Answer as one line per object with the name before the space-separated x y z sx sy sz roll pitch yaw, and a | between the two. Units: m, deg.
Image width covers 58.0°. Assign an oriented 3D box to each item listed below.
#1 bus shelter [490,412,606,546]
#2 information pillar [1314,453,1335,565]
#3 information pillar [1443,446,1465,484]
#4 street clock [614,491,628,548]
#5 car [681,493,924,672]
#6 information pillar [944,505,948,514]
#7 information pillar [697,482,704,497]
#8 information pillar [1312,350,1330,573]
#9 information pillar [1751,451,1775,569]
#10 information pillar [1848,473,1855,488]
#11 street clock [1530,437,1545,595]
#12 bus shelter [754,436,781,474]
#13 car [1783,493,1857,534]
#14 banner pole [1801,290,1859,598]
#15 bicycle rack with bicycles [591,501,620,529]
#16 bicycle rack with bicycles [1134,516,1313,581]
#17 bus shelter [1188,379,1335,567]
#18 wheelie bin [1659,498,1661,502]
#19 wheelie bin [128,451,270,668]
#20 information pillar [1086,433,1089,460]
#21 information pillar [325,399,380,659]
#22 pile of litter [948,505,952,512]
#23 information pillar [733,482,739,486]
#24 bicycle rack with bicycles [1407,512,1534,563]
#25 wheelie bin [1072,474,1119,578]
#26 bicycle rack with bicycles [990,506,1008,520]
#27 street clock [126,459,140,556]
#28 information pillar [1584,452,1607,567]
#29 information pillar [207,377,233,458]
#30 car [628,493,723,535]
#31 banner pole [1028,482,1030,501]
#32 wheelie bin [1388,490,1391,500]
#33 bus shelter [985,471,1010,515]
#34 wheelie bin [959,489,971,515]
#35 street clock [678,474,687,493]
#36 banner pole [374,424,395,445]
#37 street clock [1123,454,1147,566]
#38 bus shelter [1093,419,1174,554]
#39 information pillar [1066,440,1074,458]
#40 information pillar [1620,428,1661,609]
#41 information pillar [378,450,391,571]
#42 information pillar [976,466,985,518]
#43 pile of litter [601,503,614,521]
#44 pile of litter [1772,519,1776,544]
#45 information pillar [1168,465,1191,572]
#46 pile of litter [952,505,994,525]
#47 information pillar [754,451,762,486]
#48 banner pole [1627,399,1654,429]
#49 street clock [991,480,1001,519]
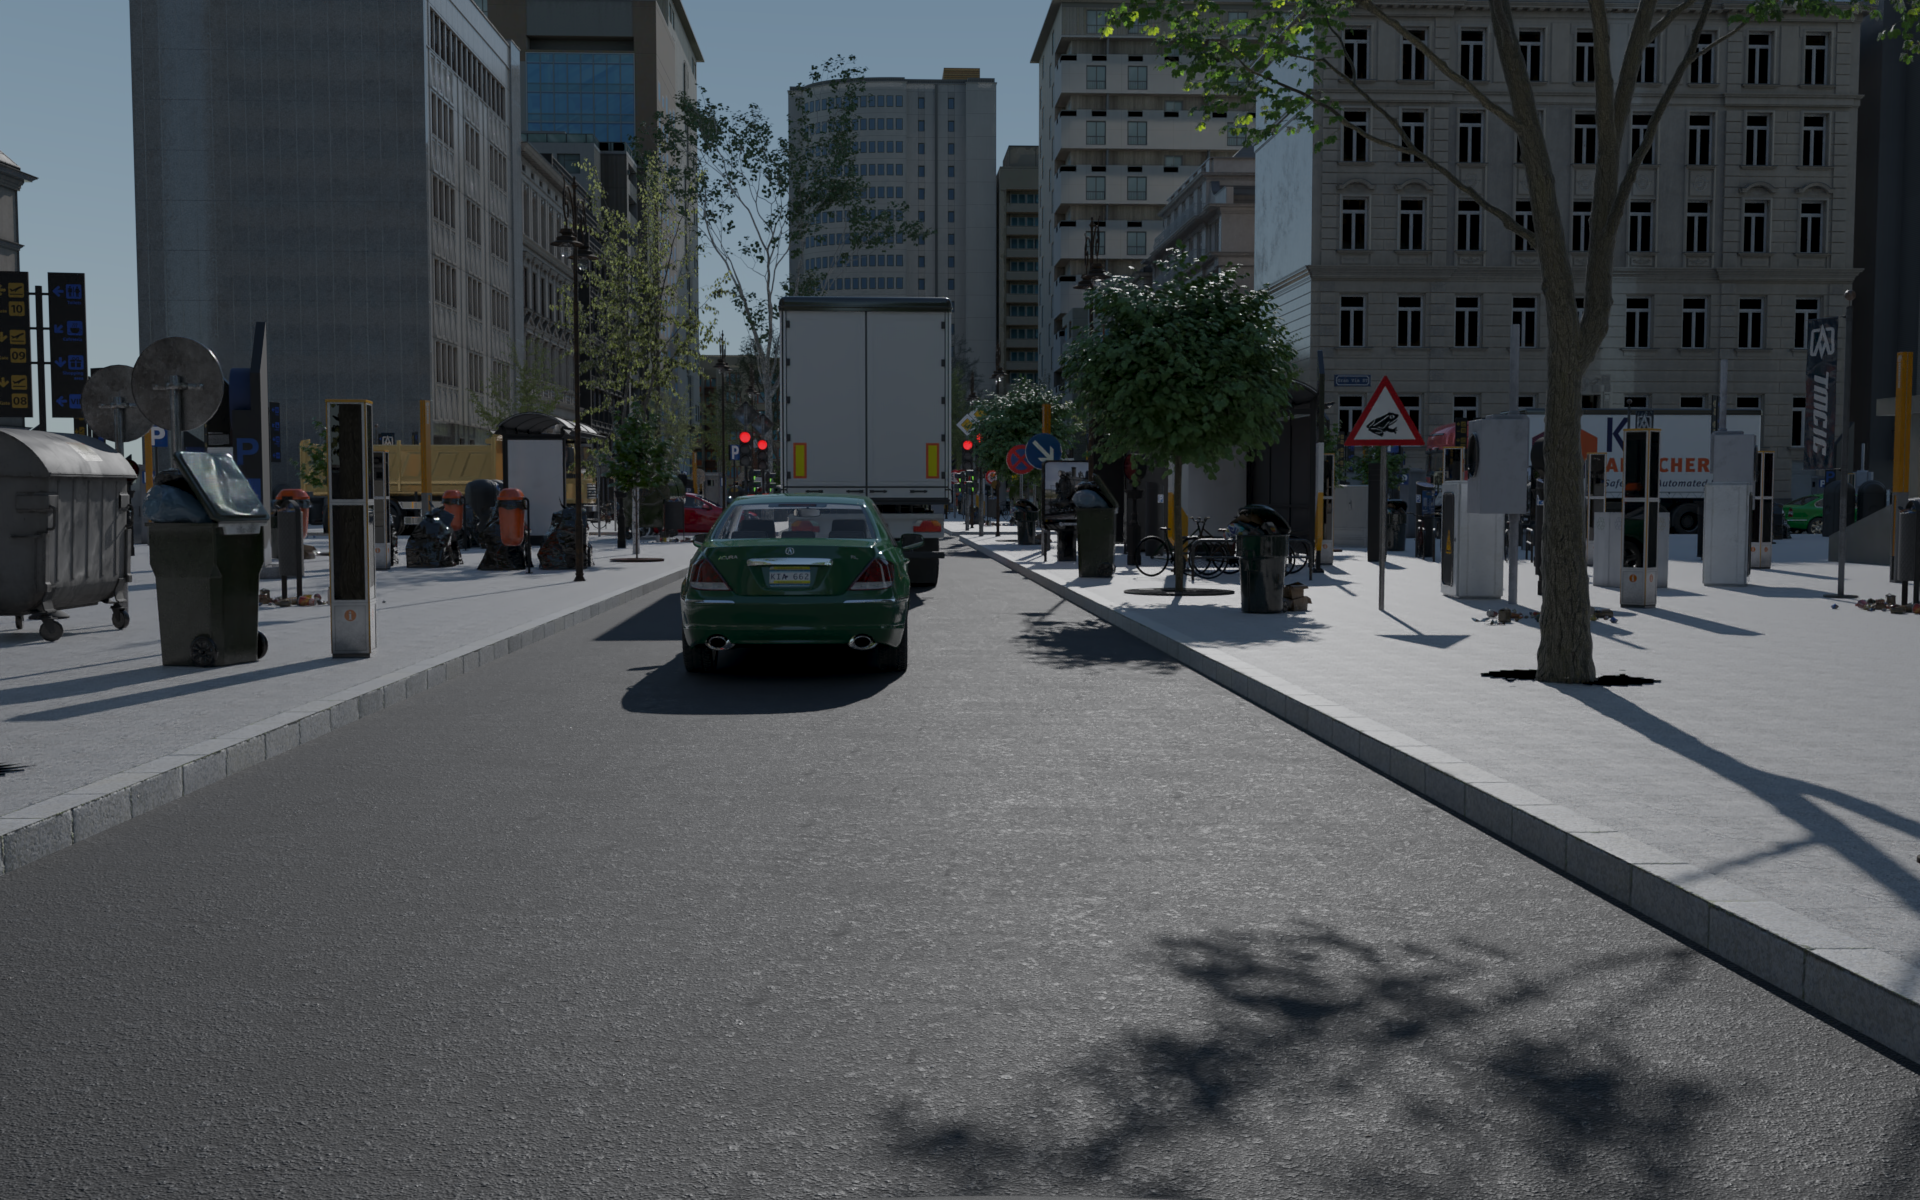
bus shelter | -10.687 -3.148 45.389 2.014 3.302 5.546 0 4 -3
information pillar | 6.588 -1.641 31.315 0.304 2.012 0.304 0 4 3
information pillar | 7.663 -1.372 26.925 0.304 2.012 0.304 1 4 21
street clock | -8.043 -2.236 41.129 0.358 2.002 0.471 0 4 -4
car | -1.373 -0.220 15.401 2.131 1.459 4.920 0 4 -2
information pillar | -0.977 -7.224 109.463 0.504 3.616 0.183 -2 4 -32
information pillar | -13.413 -5.209 89.660 0.304 2.012 0.304 0 3 0
information pillar | 5.837 -2.248 28.102 0.183 3.616 0.504 0 4 7
information pillar | 13.690 -1.539 29.651 0.304 2.012 0.304 -2 4 -29
information pillar | 31.498 -3.483 61.444 0.304 2.012 0.304 -1 4 -17
street clock | 7.449 -1.058 21.874 0.471 2.002 0.358 -1 4 -23
bus shelter | -12.126 -8.157 111.003 2.179 5.291 8.768 0 4 -3
car | 29.390 -2.977 57.473 4.718 1.807 1.959 0 4 -1
banner pole | 10.839 -1.930 21.579 0.401 3.779 0.863 -1 4 -21
bicycle rack with bicycles | -11.910 -3.125 64.481 2.925 0.926 2.852 1 4 13
bicycle rack with bicycles | 4.143 -0.813 26.676 2.925 0.926 2.852 0 4 0
bus shelter | 5.318 -2.368 32.644 2.014 3.302 5.546 0 4 -3
wheelie bin | 19.880 -2.598 50.391 0.980 1.594 0.693 -3 4 -39
wheelie bin | -5.699 -0.314 13.048 0.693 1.594 0.980 1 4 13
information pillar | 4.918 -4.604 66.626 0.183 3.616 0.504 0 4 -2
information pillar | -4.775 -0.557 13.600 0.304 2.012 0.304 -1 4 -9
pile of litter | -0.869 -6.641 122.545 1.719 0.858 1.176 0 4 -6
information pillar | -13.127 -5.938 101.582 0.304 2.012 0.304 -1 4 -21
bicycle rack with bicycles | 9.878 -1.215 33.251 2.852 0.926 2.925 1 4 16
wheelie bin | 2.094 -1.153 26.756 0.693 1.594 0.980 1 4 9
bicycle rack with bicycles | 2.716 -4.384 85.062 2.852 0.926 2.925 1 4 16
street clock | -17.215 -1.909 35.784 0.358 2.002 0.471 3 4 37
information pillar | 11.263 -1.602 30.689 0.304 2.012 0.304 1 4 13
information pillar | -13.145 -2.411 30.771 0.504 3.616 0.183 1 4 13
car | -8.564 -2.819 55.133 4.494 1.783 2.155 0 4 -3
banner pole | 2.572 -4.385 61.708 0.401 3.779 0.863 -2 4 -31
wheelie bin | 12.786 -2.765 53.121 0.980 1.594 0.693 3 5 44
bus shelter | 2.429 -6.958 107.686 2.014 3.302 5.546 0 4 -3
wheelie bin | 0.382 -5.939 105.018 0.980 1.594 0.693 -1 4 -17
street clock | -9.845 -3.474 61.378 0.358 2.002 0.471 -2 4 -29
banner pole | -20.648 -4.407 62.072 0.863 3.779 0.401 -1 4 -22
street clock | 3.133 -1.622 31.088 0.358 2.002 0.471 -2 4 -26
bus shelter | 3.838 -2.971 39.857 1.731 3.624 6.357 0 4 -3
information pillar | 4.603 -4.976 72.704 0.183 3.616 0.504 -2 4 -27
information pillar | 7.665 -0.919 19.517 0.304 2.012 0.304 -3 5 -44
information pillar | -9.771 -1.506 29.116 0.304 2.012 0.304 0 4 -6
information pillar | 1.090 -6.119 91.408 0.504 3.616 0.183 1 4 12
pile of litter | -17.272 -4.260 83.623 1.176 0.858 1.719 -1 4 -10
pile of litter | 20.576 -1.892 44.901 1.176 0.858 1.719 3 4 36
information pillar | 3.587 -2.263 28.358 0.183 3.616 0.504 3 5 41
pile of litter | 0.731 -3.629 73.302 1.176 0.858 1.719 -2 4 -32
information pillar | -9.919 -5.733 85.082 0.504 3.616 0.183 0 4 -8
banner pole | 17.871 -3.407 45.723 0.863 3.779 0.401 1 4 9
street clock | 1.851 -5.183 89.314 0.471 2.002 0.358 1 4 13
